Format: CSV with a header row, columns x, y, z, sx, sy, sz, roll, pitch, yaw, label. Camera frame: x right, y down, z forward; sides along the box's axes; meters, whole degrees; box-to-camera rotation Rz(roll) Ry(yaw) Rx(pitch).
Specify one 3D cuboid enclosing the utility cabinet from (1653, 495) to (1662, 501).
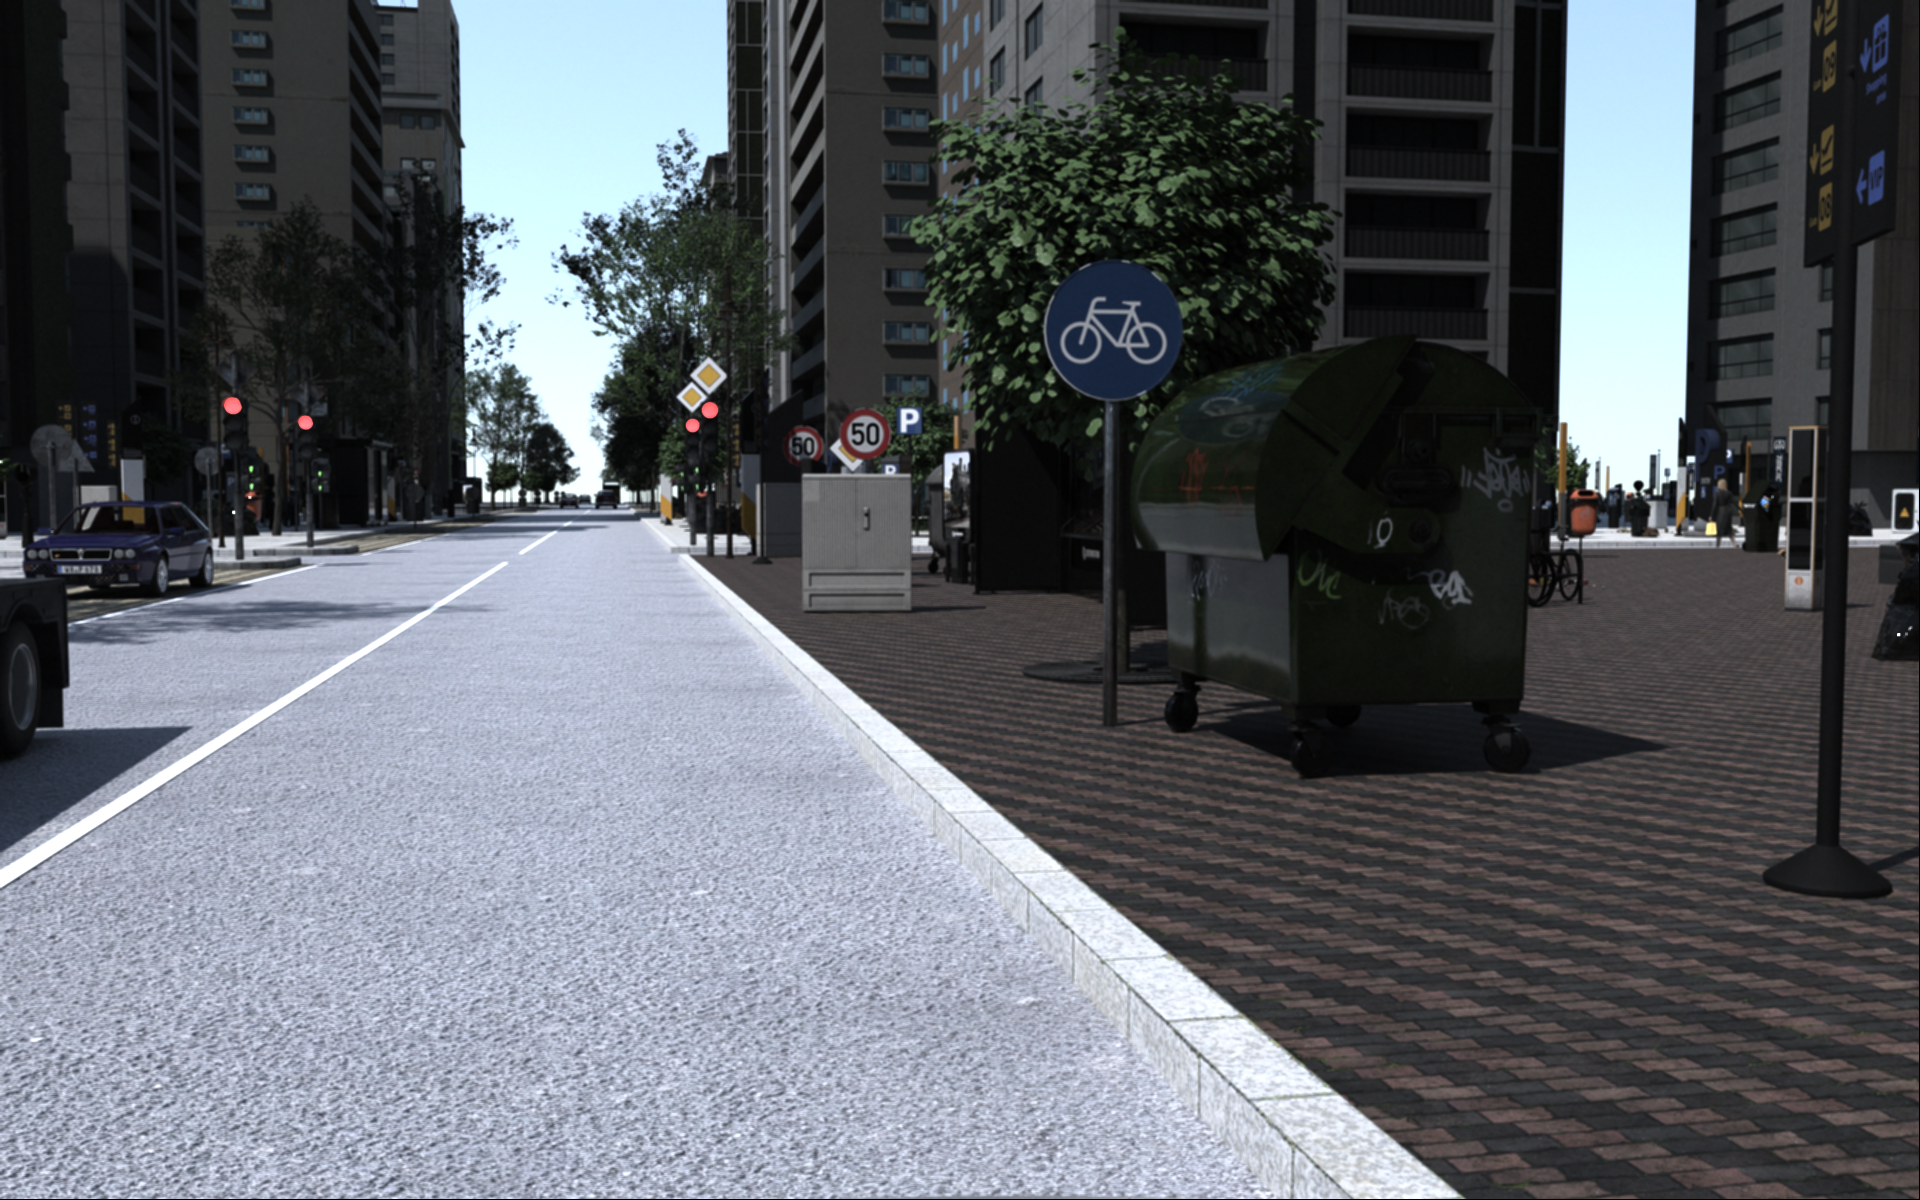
x,y,z,sx,sy,sz,roll,pitch,yaw,label
41.029,-5.511,101.260,1.020,1.237,0.306,1,4,13,utility cabinet

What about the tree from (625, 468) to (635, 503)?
x,y,z,sx,sy,sz,roll,pitch,yaw,label
-45.044,-17.672,239.294,4.737,8.622,4.395,0,3,0,tree

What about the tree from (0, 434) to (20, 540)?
x,y,z,sx,sy,sz,roll,pitch,yaw,label
-27.672,-3.324,48.941,1.663,3.219,1.824,0,3,0,tree

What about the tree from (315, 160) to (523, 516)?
x,y,z,sx,sy,sz,roll,pitch,yaw,label
-31.731,-15.001,101.157,12.611,20.169,13.585,0,3,0,tree

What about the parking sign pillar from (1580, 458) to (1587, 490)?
x,y,z,sx,sy,sz,roll,pitch,yaw,label
45.831,-8.539,128.083,1.447,3.967,1.447,3,5,45,parking sign pillar

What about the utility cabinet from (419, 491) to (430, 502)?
x,y,z,sx,sy,sz,roll,pitch,yaw,label
-33.685,-6.088,108.215,0.318,1.500,1.173,3,4,39,utility cabinet

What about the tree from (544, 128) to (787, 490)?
x,y,z,sx,sy,sz,roll,pitch,yaw,label
-15.681,-14.467,92.418,12.611,20.169,13.585,0,3,0,tree

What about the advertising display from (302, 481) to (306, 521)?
x,y,z,sx,sy,sz,roll,pitch,yaw,label
-31.353,-4.813,83.906,0.123,1.923,0.974,3,5,42,advertising display

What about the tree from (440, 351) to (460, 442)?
x,y,z,sx,sy,sz,roll,pitch,yaw,label
-26.013,-8.101,82.821,4.360,8.622,3.978,0,3,0,tree

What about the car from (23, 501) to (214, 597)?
x,y,z,sx,sy,sz,roll,pitch,yaw,label
-12.080,-0.760,25.005,1.945,1.354,3.894,-1,4,-10,car

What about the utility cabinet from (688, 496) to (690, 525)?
x,y,z,sx,sy,sz,roll,pitch,yaw,label
-10.982,-3.705,71.744,0.306,1.237,1.020,-2,4,-27,utility cabinet

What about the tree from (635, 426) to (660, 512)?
x,y,z,sx,sy,sz,roll,pitch,yaw,label
-21.656,-10.644,124.383,4.360,8.622,3.978,0,3,0,tree

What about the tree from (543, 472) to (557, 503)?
x,y,z,sx,sy,sz,roll,pitch,yaw,label
-53.065,-14.120,214.581,4.285,4.588,4.351,0,3,0,tree

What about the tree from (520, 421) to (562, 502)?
x,y,z,sx,sy,sz,roll,pitch,yaw,label
-64.326,-21.586,269.940,9.611,12.733,9.660,0,3,0,tree

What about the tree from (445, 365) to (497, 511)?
x,y,z,sx,sy,sz,roll,pitch,yaw,label
-35.819,-12.678,133.038,9.928,11.665,9.643,0,3,0,tree

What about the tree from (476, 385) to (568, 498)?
x,y,z,sx,sy,sz,roll,pitch,yaw,label
-46.791,-16.760,184.392,12.009,13.543,11.850,0,3,0,tree

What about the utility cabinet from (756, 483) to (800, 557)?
x,y,z,sx,sy,sz,roll,pitch,yaw,label
-3.592,-1.623,35.215,1.173,1.500,0.318,-3,5,-44,utility cabinet

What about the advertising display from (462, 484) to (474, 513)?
x,y,z,sx,sy,sz,roll,pitch,yaw,label
-32.596,-6.705,114.839,0.974,1.923,0.123,2,4,31,advertising display

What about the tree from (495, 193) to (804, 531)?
x,y,z,sx,sy,sz,roll,pitch,yaw,label
-9.057,-8.201,59.845,9.928,11.665,9.643,0,3,0,tree

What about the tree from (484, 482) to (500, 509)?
x,y,z,sx,sy,sz,roll,pitch,yaw,label
-41.002,-9.616,151.820,1.663,3.219,1.824,0,3,0,tree

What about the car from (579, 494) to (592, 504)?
x,y,z,sx,sy,sz,roll,pitch,yaw,label
-54.202,-14.570,250.216,2.014,1.417,4.499,-1,4,-11,car

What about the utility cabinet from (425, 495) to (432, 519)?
x,y,z,sx,sy,sz,roll,pitch,yaw,label
-27.089,-4.716,88.268,0.306,1.237,1.020,-1,4,-14,utility cabinet

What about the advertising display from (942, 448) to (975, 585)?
x,y,z,sx,sy,sz,roll,pitch,yaw,label
-0.002,-1.195,24.760,0.123,1.923,0.974,-2,4,-25,advertising display

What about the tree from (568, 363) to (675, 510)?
x,y,z,sx,sy,sz,roll,pitch,yaw,label
-24.130,-13.788,135.796,12.009,13.543,11.850,0,3,0,tree

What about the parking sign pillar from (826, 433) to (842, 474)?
x,y,z,sx,sy,sz,roll,pitch,yaw,label
-5.479,-5.339,75.770,1.447,3.967,1.447,-1,4,-16,parking sign pillar

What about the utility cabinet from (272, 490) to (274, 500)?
x,y,z,sx,sy,sz,roll,pitch,yaw,label
-40.341,-5.655,101.142,0.318,1.500,1.173,-2,4,-31,utility cabinet

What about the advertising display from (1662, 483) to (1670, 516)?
x,y,z,sx,sy,sz,roll,pitch,yaw,label
41.157,-5.829,100.515,0.974,1.923,0.123,-1,4,-19,advertising display

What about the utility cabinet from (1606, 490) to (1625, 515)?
x,y,z,sx,sy,sz,roll,pitch,yaw,label
40.388,-5.995,106.699,1.173,1.500,0.318,-1,4,-23,utility cabinet

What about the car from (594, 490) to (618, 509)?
x,y,z,sx,sy,sz,roll,pitch,yaw,label
-34.332,-9.746,168.025,2.281,1.827,5.304,-1,4,-13,car

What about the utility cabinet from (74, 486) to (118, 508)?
x,y,z,sx,sy,sz,roll,pitch,yaw,label
-23.226,-2.316,46.546,1.173,1.500,0.318,1,4,17,utility cabinet

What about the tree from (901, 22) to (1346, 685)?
x,y,z,sx,sy,sz,roll,pitch,yaw,label
1.203,-1.748,12.290,4.285,4.588,4.351,0,3,0,tree

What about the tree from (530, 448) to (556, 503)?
x,y,z,sx,sy,sz,roll,pitch,yaw,label
-62.557,-18.946,260.129,4.360,8.622,3.978,0,3,0,tree

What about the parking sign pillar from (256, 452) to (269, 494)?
x,y,z,sx,sy,sz,roll,pitch,yaw,label
-42.650,-7.175,105.789,1.447,3.967,1.447,0,4,6,parking sign pillar

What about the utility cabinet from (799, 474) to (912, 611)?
x,y,z,sx,sy,sz,roll,pitch,yaw,label
-1.115,-0.617,18.771,1.173,1.500,0.318,0,4,-3,utility cabinet

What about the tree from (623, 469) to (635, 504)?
x,y,z,sx,sy,sz,roll,pitch,yaw,label
-29.776,-11.009,163.714,4.285,4.588,4.351,0,3,0,tree

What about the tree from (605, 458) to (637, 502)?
x,y,z,sx,sy,sz,roll,pitch,yaw,label
-40.852,-18.340,217.989,7.486,12.596,7.792,0,3,0,tree

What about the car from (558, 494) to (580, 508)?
x,y,z,sx,sy,sz,roll,pitch,yaw,label
-39.801,-10.239,176.448,2.155,1.783,4.494,-1,4,-10,car

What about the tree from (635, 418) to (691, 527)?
x,y,z,sx,sy,sz,roll,pitch,yaw,label
-10.239,-5.128,67.564,4.285,4.588,4.351,0,3,0,tree

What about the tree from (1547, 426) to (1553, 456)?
x,y,z,sx,sy,sz,roll,pitch,yaw,label
16.603,-4.286,53.787,4.285,4.588,4.351,0,3,0,tree

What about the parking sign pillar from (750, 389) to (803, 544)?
x,y,z,sx,sy,sz,roll,pitch,yaw,label
-4.678,-3.419,44.377,1.447,3.967,1.447,-2,4,-34,parking sign pillar

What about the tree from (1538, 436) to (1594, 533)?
x,y,z,sx,sy,sz,roll,pitch,yaw,label
20.098,-3.822,57.097,1.663,3.219,1.824,0,3,0,tree

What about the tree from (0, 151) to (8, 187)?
x,y,z,sx,sy,sz,roll,pitch,yaw,label
-13.419,-5.040,16.820,7.601,10.594,8.767,-3,5,-43,tree

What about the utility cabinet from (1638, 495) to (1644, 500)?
x,y,z,sx,sy,sz,roll,pitch,yaw,label
34.511,-4.685,87.756,0.306,1.237,1.020,1,4,22,utility cabinet

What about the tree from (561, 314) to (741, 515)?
x,y,z,sx,sy,sz,roll,pitch,yaw,label
-18.336,-11.666,107.750,9.611,12.733,9.660,0,3,0,tree

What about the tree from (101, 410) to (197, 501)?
x,y,z,sx,sy,sz,roll,pitch,yaw,label
-31.551,-5.121,67.437,4.285,4.588,4.351,0,3,0,tree

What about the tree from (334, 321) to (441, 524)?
x,y,z,sx,sy,sz,roll,pitch,yaw,label
-24.380,-7.520,73.315,4.360,8.622,3.978,0,3,0,tree

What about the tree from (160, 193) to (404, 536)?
x,y,z,sx,sy,sz,roll,pitch,yaw,label
-20.746,-7.265,53.193,7.601,10.594,8.767,-1,4,-22,tree

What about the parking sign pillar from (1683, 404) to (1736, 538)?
x,y,z,sx,sy,sz,roll,pitch,yaw,label
22.316,-3.854,51.483,1.447,3.967,1.447,0,4,2,parking sign pillar

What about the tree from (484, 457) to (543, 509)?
x,y,z,sx,sy,sz,roll,pitch,yaw,label
-38.933,-10.028,147.674,4.285,4.588,4.351,0,3,0,tree
